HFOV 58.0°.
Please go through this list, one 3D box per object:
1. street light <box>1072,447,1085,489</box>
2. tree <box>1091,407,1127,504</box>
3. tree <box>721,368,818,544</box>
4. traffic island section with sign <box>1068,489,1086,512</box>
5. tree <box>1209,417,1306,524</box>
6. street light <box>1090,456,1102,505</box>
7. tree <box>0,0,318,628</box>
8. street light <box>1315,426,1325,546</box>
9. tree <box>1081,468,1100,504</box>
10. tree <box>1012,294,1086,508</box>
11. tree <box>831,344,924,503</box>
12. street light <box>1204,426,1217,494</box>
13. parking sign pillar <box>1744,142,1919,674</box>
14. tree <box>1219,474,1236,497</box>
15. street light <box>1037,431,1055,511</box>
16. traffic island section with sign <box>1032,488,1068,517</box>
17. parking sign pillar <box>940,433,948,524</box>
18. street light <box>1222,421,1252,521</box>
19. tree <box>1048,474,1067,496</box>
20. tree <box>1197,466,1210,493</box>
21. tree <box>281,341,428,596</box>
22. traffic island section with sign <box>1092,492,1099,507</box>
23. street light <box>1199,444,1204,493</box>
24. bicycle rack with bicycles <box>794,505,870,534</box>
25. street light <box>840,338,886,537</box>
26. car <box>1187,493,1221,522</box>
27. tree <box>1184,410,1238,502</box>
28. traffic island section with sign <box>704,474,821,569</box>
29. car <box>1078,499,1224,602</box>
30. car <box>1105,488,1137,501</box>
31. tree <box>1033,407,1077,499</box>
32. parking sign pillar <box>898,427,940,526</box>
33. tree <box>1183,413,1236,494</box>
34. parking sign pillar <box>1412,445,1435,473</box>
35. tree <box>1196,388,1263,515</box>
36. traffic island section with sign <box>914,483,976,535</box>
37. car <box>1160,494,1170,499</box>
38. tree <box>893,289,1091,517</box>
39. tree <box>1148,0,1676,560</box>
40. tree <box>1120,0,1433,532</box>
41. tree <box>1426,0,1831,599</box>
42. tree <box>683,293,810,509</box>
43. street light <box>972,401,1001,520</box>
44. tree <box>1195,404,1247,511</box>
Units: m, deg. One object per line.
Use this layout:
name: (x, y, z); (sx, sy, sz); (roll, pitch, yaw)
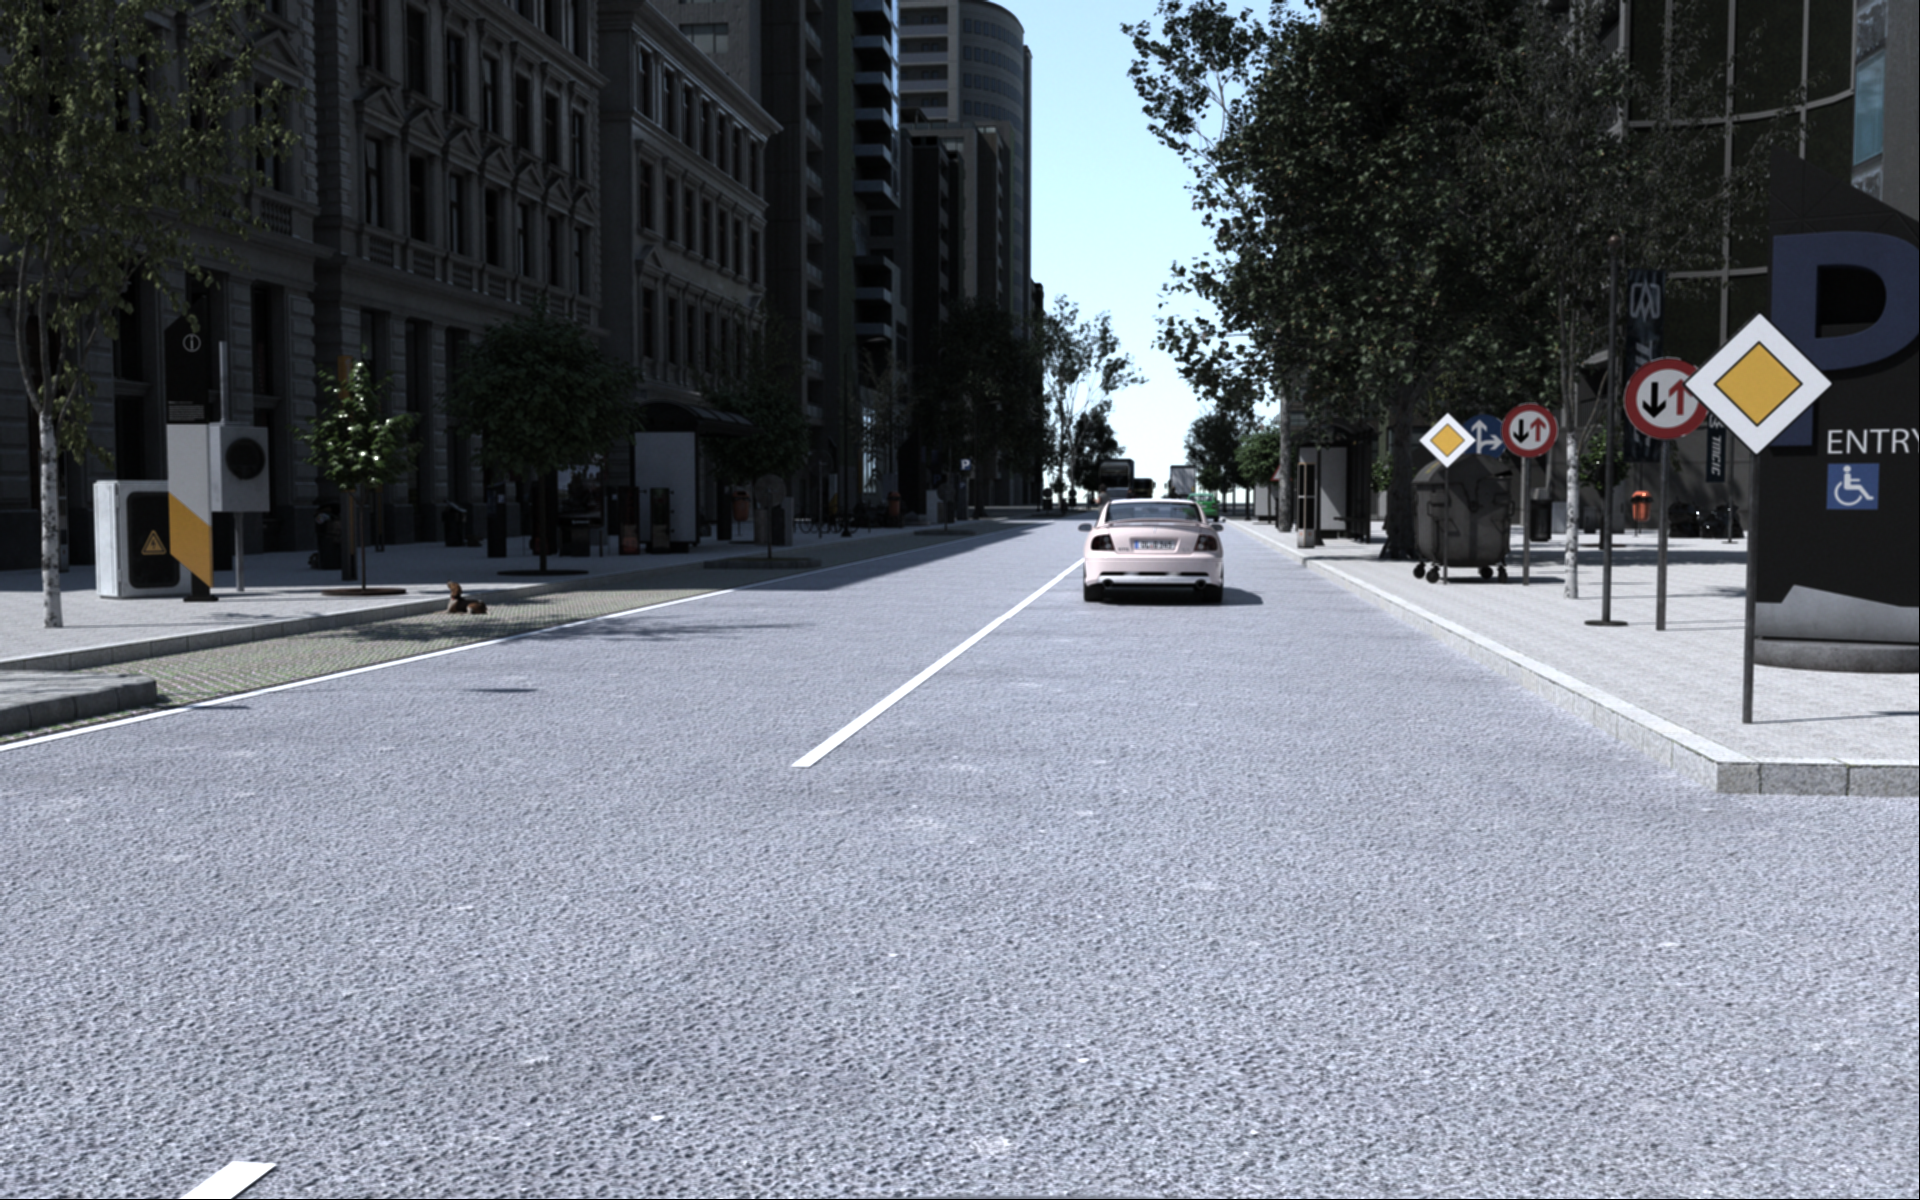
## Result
street light: (11.581, -12.068, 169.849); (1.470, 5.913, 1.316); (0, 4, 7)
tree: (17.473, -19.031, 228.160); (9.611, 12.733, 9.660); (0, 3, 0)
tree: (-5.372, -3.771, 45.371); (4.285, 4.588, 4.351); (0, 3, 0)
traffic island section with sign: (8.967, -7.859, 137.119); (1.989, 1.847, 2.006); (0, 4, 7)
tree: (13.355, -5.530, 74.128); (4.285, 4.588, 4.351); (0, 3, 0)
street light: (16.560, -14.564, 210.656); (1.470, 5.913, 1.316); (0, 4, 7)
tree: (-8.521, -4.046, 16.521); (4.737, 8.622, 4.395); (0, 3, 0)
street light: (8.342, -4.300, 42.849); (1.470, 5.913, 1.316); (0, 4, 7)
tree: (18.932, -15.449, 236.307); (4.285, 4.588, 4.351); (0, 3, 0)
tree: (10.327, -18.697, 161.590); (12.611, 20.169, 13.585); (0, 3, 0)
tree: (-3.986, -8.211, 84.606); (4.360, 8.622, 3.978); (0, 3, 0)
street light: (17.689, -8.955, 118.953); (1.470, 5.913, 1.316); (0, 4, 7)
parking sign pillar: (6.713, -1.498, 12.965); (1.447, 3.967, 1.447); (2, 4, 32)
tree: (22.365, -9.295, 146.575); (1.663, 3.219, 1.824); (0, 3, 0)
street light: (6.348, -9.515, 128.112); (1.470, 5.913, 1.316); (0, 4, 7)
traffic island section with sign: (5.621, -6.200, 109.999); (1.989, 1.847, 2.006); (0, 4, 7)
parking sign pillar: (-1.001, -5.347, 75.887); (1.447, 3.967, 1.447); (0, 4, -1)
street light: (13.389, -6.795, 83.646); (1.470, 5.913, 1.316); (0, 4, 7)
tree: (8.763, -9.766, 154.281); (1.663, 3.219, 1.824); (0, 3, 0)
tree: (18.415, -7.768, 110.722); (4.285, 4.588, 4.351); (0, 3, 0)
tree: (-7.556, -1.676, 22.009); (1.663, 3.219, 1.824); (0, 3, 0)
traffic island section with sign: (15.692, -11.196, 191.677); (1.989, 1.847, 2.006); (0, 4, 7)
street light: (22.864, -11.468, 160.043); (1.470, 5.913, 1.316); (0, 4, 7)
bicycle rack with bicycles: (-4.239, -2.686, 57.303); (2.852, 0.926, 2.925); (-3, 5, -43)
street light: (-2.884, -4.849, 51.827); (1.470, 5.913, 1.316); (0, 4, 7)
car: (12.450, -4.925, 89.313); (1.959, 1.807, 4.718); (1, 4, 9)
tree: (28.191, -15.770, 192.251); (7.601, 10.594, 8.767); (-1, 4, -20)
traffic island section with sign: (-3.780, -1.539, 33.788); (1.989, 1.847, 2.006); (0, 4, 7)
car: (2.692, -0.735, 24.384); (2.083, 1.381, 4.827); (0, 4, 5)
car: (9.590, -5.903, 105.186); (2.281, 1.827, 5.304); (0, 4, 6)
tree: (7.573, -11.767, 142.760); (4.737, 8.622, 4.395); (0, 3, 0)
parking sign pillar: (-1.942, -4.997, 70.173); (1.447, 3.967, 1.447); (-3, 5, -42)
tree: (31.378, -17.750, 215.974); (9.928, 11.665, 9.643); (0, 3, 0)
parking sign pillar: (21.679, -5.685, 81.422); (1.447, 3.967, 1.447); (3, 5, 40)
tree: (16.609, -9.538, 106.308); (4.360, 8.622, 3.978); (0, 3, 0)
traffic island section with sign: (-0.483, -3.175, 60.542); (1.989, 1.847, 2.006); (0, 4, 7)
car: (25.669, -12.307, 213.021); (2.131, 1.459, 4.920); (1, 4, 8)
tree: (0.983, -11.009, 97.007); (9.611, 12.733, 9.660); (0, 3, 0)
tree: (8.726, -7.145, 33.830); (9.611, 12.733, 9.660); (0, 3, 0)
tree: (11.919, -12.275, 56.579); (12.611, 20.169, 13.585); (0, 3, 0)
tree: (7.644, -4.308, 20.794); (4.360, 8.622, 3.978); (0, 3, 0)
tree: (-7.572, -6.877, 62.796); (4.737, 8.622, 4.395); (0, 3, 0)
street light: (1.335, -6.999, 86.972); (1.470, 5.913, 1.316); (0, 4, 7)
tree: (20.396, -11.168, 132.964); (4.737, 8.622, 4.395); (0, 3, 0)
